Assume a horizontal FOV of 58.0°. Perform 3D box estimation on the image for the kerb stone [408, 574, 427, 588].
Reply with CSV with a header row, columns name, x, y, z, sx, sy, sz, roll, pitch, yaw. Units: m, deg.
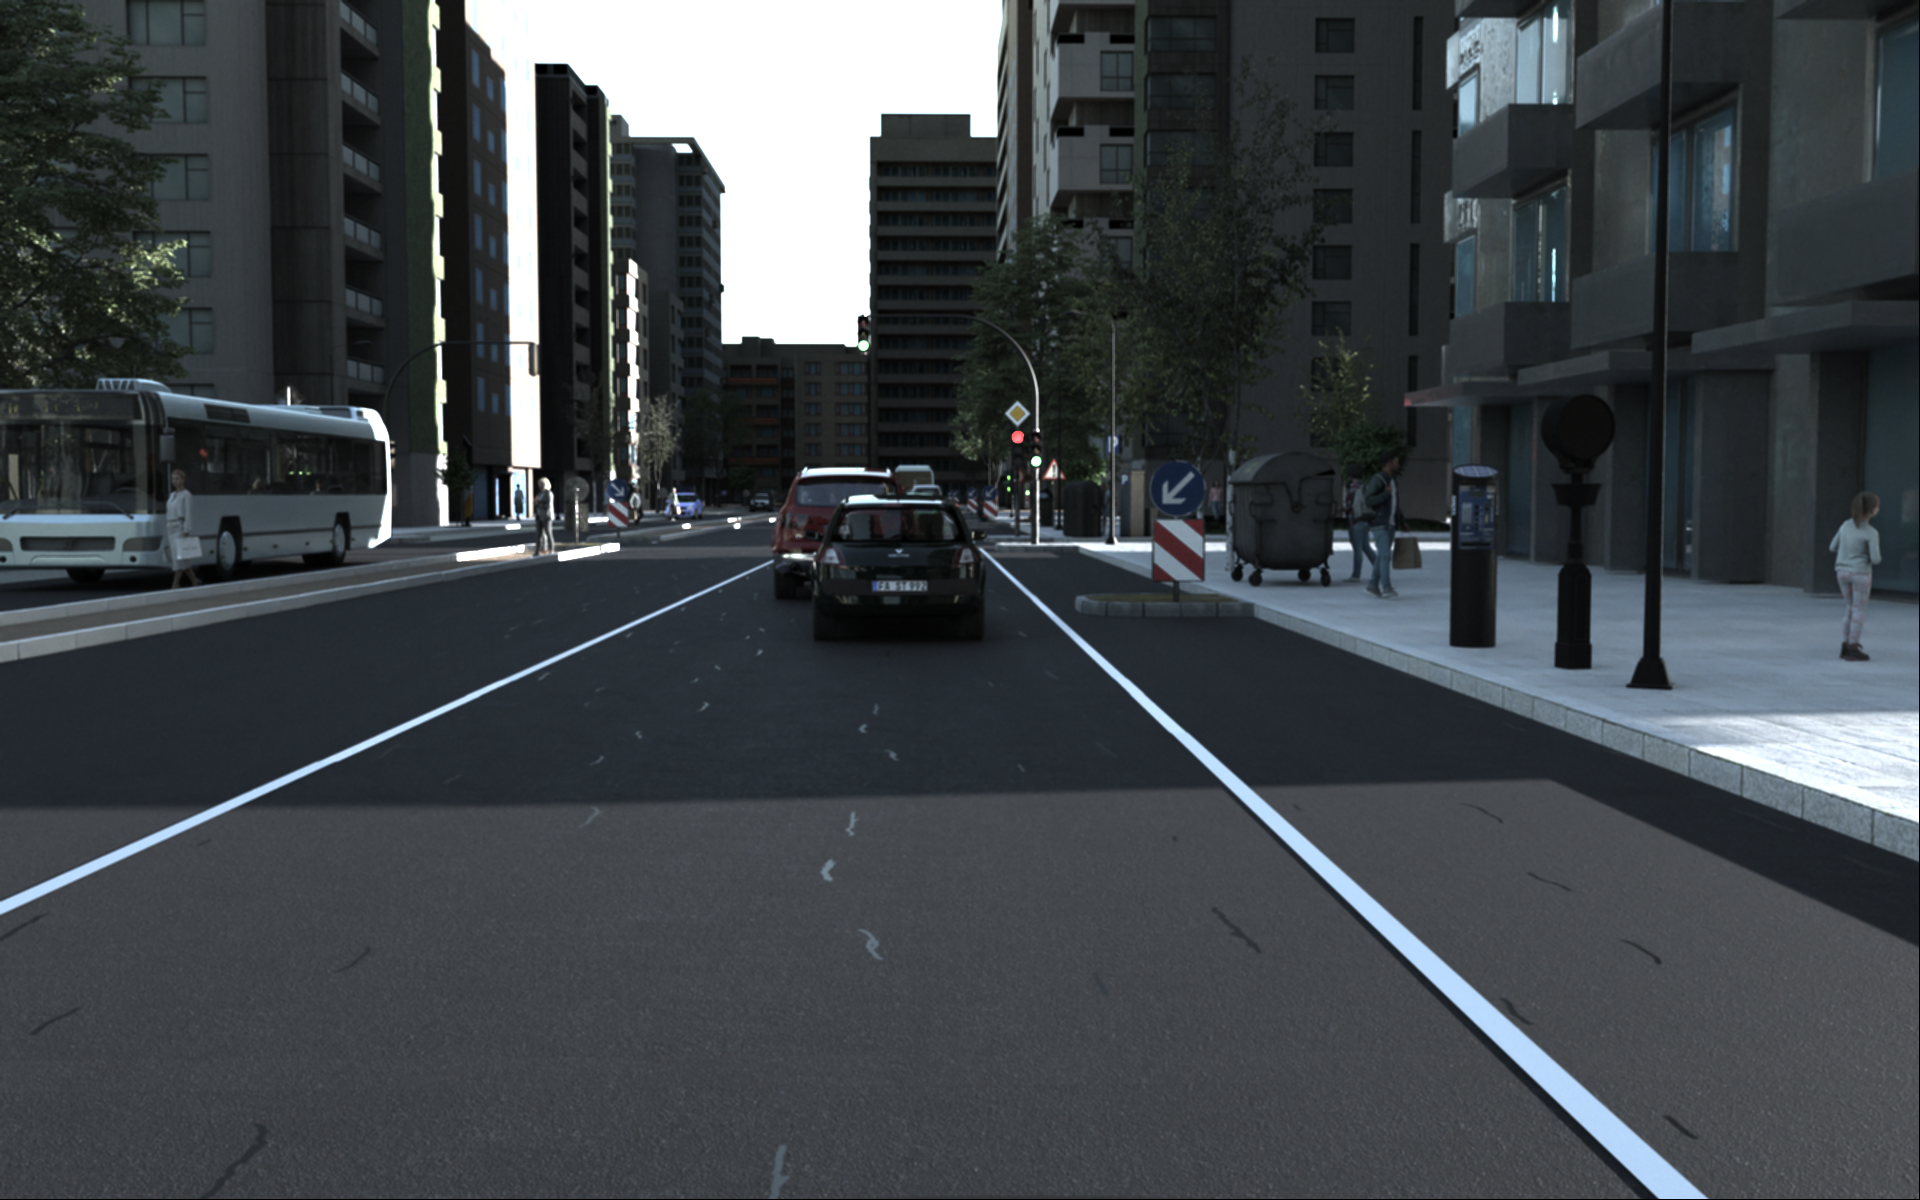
name,x,y,z,sx,sy,sz,roll,pitch,yaw
kerb stone,-8.472,-0.279,26.751,0.120,0.150,1.000,0,4,-1

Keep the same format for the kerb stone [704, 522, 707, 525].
name,x,y,z,sx,sy,sz,roll,pitch,yaw
kerb stone,-11.723,-3.447,78.596,0.120,0.150,1.000,0,4,-1

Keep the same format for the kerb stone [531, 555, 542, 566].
name,x,y,z,sx,sy,sz,roll,pitch,yaw
kerb stone,-8.654,-0.774,34.950,0.120,0.150,1.000,0,4,-1

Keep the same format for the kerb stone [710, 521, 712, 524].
name,x,y,z,sx,sy,sz,roll,pitch,yaw
kerb stone,-11.781,-3.572,80.640,0.120,0.150,1.000,0,4,-1

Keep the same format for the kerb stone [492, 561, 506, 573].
name,x,y,z,sx,sy,sz,roll,pitch,yaw
kerb stone,-8.584,-0.587,31.874,0.120,0.150,1.000,0,4,-1

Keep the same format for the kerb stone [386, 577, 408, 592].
name,x,y,z,sx,sy,sz,roll,pitch,yaw
kerb stone,-8.455,-0.216,25.729,0.120,0.150,1.000,0,4,-1

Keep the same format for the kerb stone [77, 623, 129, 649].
name,x,y,z,sx,sy,sz,roll,pitch,yaw
kerb stone,-8.245,0.347,16.517,0.120,0.150,1.000,0,4,-1

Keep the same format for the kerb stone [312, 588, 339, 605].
name,x,y,z,sx,sy,sz,roll,pitch,yaw
kerb stone,-8.384,-0.028,22.654,0.120,0.150,1.000,0,4,-1

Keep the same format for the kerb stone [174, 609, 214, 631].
name,x,y,z,sx,sy,sz,roll,pitch,yaw
kerb stone,-8.285,0.222,18.563,0.120,0.150,1.000,0,4,-1

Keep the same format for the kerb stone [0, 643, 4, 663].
name,x,y,z,sx,sy,sz,roll,pitch,yaw
kerb stone,-8.196,0.472,14.474,0.120,0.150,1.000,0,4,-1

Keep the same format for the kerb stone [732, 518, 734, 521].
name,x,y,z,sx,sy,sz,roll,pitch,yaw
kerb stone,-11.983,-4.138,89.847,0.120,0.150,1.000,0,4,-1

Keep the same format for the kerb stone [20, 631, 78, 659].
name,x,y,z,sx,sy,sz,roll,pitch,yaw
kerb stone,-8.218,0.410,15.496,0.120,0.150,1.000,0,4,-1

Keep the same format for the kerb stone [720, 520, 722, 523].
name,x,y,z,sx,sy,sz,roll,pitch,yaw
kerb stone,-11.870,-3.825,84.731,0.120,0.150,1.000,0,4,-1

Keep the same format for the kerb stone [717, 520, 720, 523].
name,x,y,z,sx,sy,sz,roll,pitch,yaw
kerb stone,-11.842,-3.762,83.709,0.120,0.150,1.000,0,4,-1

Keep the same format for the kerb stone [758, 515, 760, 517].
name,x,y,z,sx,sy,sz,roll,pitch,yaw
kerb stone,-12.298,-5.016,104.200,0.120,0.150,1.000,0,4,-1

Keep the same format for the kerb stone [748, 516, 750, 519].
name,x,y,z,sx,sy,sz,roll,pitch,yaw
kerb stone,-12.163,-4.639,98.043,0.120,0.150,1.000,0,4,-1

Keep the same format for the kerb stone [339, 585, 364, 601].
name,x,y,z,sx,sy,sz,roll,pitch,yaw
kerb stone,-8.407,-0.091,23.681,0.120,0.150,1.000,0,4,-1

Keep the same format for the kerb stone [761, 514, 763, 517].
name,x,y,z,sx,sy,sz,roll,pitch,yaw
kerb stone,-12.347,-5.140,106.251,0.120,0.150,1.000,0,4,-1

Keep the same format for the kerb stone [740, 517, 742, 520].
name,x,y,z,sx,sy,sz,roll,pitch,yaw
kerb stone,-12.076,-4.388,93.942,0.120,0.150,1.000,0,4,-1

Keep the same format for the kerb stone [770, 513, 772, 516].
name,x,y,z,sx,sy,sz,roll,pitch,yaw
kerb stone,-12.474,-5.517,112.397,0.120,0.150,1.000,0,4,-1

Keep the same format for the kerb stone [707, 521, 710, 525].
name,x,y,z,sx,sy,sz,roll,pitch,yaw
kerb stone,-11.751,-3.512,79.618,0.120,0.150,1.000,0,4,-1

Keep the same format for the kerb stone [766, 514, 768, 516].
name,x,y,z,sx,sy,sz,roll,pitch,yaw
kerb stone,-12.407,-5.329,109.317,0.120,0.150,1.000,0,4,-1

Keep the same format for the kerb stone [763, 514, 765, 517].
name,x,y,z,sx,sy,sz,roll,pitch,yaw
kerb stone,-12.362,-5.204,107.273,0.120,0.150,1.000,0,4,-1

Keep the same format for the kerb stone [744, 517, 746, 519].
name,x,y,z,sx,sy,sz,roll,pitch,yaw
kerb stone,-12.108,-4.512,95.999,0.120,0.150,1.000,0,4,-1

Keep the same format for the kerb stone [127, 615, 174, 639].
name,x,y,z,sx,sy,sz,roll,pitch,yaw
kerb stone,-8.264,0.285,17.539,0.120,0.150,1.000,0,4,-1

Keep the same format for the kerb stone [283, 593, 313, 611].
name,x,y,z,sx,sy,sz,roll,pitch,yaw
kerb stone,-8.355,0.038,21.633,0.120,0.150,1.000,0,4,-1

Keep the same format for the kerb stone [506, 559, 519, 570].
name,x,y,z,sx,sy,sz,roll,pitch,yaw
kerb stone,-8.609,-0.654,32.905,0.120,0.150,1.000,0,4,-1

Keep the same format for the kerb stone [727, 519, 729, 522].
name,x,y,z,sx,sy,sz,roll,pitch,yaw
kerb stone,-11.943,-4.013,87.800,0.120,0.150,1.000,0,4,-1

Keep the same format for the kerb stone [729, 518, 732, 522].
name,x,y,z,sx,sy,sz,roll,pitch,yaw
kerb stone,-11.955,-4.072,88.826,0.120,0.150,1.000,0,4,-1

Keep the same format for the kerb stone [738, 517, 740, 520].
name,x,y,z,sx,sy,sz,roll,pitch,yaw
kerb stone,-12.046,-4.326,92.920,0.120,0.150,1.000,0,4,-1

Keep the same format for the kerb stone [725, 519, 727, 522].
name,x,y,z,sx,sy,sz,roll,pitch,yaw
kerb stone,-11.912,-3.950,86.778,0.120,0.150,1.000,0,4,-1

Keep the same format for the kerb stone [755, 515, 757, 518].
name,x,y,z,sx,sy,sz,roll,pitch,yaw
kerb stone,-12.253,-4.890,102.139,0.120,0.150,1.000,0,4,-1

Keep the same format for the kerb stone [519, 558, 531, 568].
name,x,y,z,sx,sy,sz,roll,pitch,yaw
kerb stone,-8.631,-0.716,33.927,0.120,0.150,1.000,0,4,-1

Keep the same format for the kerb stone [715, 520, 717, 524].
name,x,y,z,sx,sy,sz,roll,pitch,yaw
kerb stone,-11.827,-3.697,82.686,0.120,0.150,1.000,0,4,-1

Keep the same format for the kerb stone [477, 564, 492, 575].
name,x,y,z,sx,sy,sz,roll,pitch,yaw
kerb stone,-8.572,-0.529,30.851,0.120,0.150,1.000,0,4,-1

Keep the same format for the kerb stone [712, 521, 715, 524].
name,x,y,z,sx,sy,sz,roll,pitch,yaw
kerb stone,-11.797,-3.634,81.664,0.120,0.150,1.000,0,4,-1

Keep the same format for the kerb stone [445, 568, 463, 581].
name,x,y,z,sx,sy,sz,roll,pitch,yaw
kerb stone,-8.508,-0.398,28.807,0.120,0.150,1.000,0,4,-1

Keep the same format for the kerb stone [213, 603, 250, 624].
name,x,y,z,sx,sy,sz,roll,pitch,yaw
kerb stone,-8.320,0.159,19.589,0.120,0.150,1.000,0,4,-1

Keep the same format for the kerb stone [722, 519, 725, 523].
name,x,y,z,sx,sy,sz,roll,pitch,yaw
kerb stone,-11.888,-3.885,85.753,0.120,0.150,1.000,0,4,-1

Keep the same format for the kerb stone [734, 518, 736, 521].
name,x,y,z,sx,sy,sz,roll,pitch,yaw
kerb stone,-12.001,-4.196,90.870,0.120,0.150,1.000,0,4,-1

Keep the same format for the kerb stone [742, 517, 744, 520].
name,x,y,z,sx,sy,sz,roll,pitch,yaw
kerb stone,-12.099,-4.451,94.967,0.120,0.150,1.000,0,4,-1

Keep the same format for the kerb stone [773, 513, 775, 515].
name,x,y,z,sx,sy,sz,roll,pitch,yaw
kerb stone,-12.524,-5.638,114.443,0.120,0.150,1.000,0,4,-1

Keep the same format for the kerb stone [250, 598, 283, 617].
name,x,y,z,sx,sy,sz,roll,pitch,yaw
kerb stone,-8.332,0.097,20.611,0.120,0.150,1.000,0,4,-1

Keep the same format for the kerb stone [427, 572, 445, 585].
name,x,y,z,sx,sy,sz,roll,pitch,yaw
kerb stone,-8.500,-0.341,27.772,0.120,0.150,1.000,0,4,-1

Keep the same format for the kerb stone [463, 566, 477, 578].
name,x,y,z,sx,sy,sz,roll,pitch,yaw
kerb stone,-8.545,-0.466,29.828,0.120,0.150,1.000,0,4,-1

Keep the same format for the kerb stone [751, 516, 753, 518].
name,x,y,z,sx,sy,sz,roll,pitch,yaw
kerb stone,-12.208,-4.763,100.091,0.120,0.150,1.000,0,4,-1

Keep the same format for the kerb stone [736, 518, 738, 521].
name,x,y,z,sx,sy,sz,roll,pitch,yaw
kerb stone,-12.022,-4.261,91.892,0.120,0.150,1.000,0,4,-1

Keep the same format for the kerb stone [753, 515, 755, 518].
name,x,y,z,sx,sy,sz,roll,pitch,yaw
kerb stone,-12.234,-4.827,101.113,0.120,0.150,1.000,0,4,-1

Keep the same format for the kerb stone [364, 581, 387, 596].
name,x,y,z,sx,sy,sz,roll,pitch,yaw
kerb stone,-8.429,-0.149,24.707,0.120,0.150,1.000,0,4,-1

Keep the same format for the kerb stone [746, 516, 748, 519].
name,x,y,z,sx,sy,sz,roll,pitch,yaw
kerb stone,-12.143,-4.575,97.021,0.120,0.150,1.000,0,4,-1
